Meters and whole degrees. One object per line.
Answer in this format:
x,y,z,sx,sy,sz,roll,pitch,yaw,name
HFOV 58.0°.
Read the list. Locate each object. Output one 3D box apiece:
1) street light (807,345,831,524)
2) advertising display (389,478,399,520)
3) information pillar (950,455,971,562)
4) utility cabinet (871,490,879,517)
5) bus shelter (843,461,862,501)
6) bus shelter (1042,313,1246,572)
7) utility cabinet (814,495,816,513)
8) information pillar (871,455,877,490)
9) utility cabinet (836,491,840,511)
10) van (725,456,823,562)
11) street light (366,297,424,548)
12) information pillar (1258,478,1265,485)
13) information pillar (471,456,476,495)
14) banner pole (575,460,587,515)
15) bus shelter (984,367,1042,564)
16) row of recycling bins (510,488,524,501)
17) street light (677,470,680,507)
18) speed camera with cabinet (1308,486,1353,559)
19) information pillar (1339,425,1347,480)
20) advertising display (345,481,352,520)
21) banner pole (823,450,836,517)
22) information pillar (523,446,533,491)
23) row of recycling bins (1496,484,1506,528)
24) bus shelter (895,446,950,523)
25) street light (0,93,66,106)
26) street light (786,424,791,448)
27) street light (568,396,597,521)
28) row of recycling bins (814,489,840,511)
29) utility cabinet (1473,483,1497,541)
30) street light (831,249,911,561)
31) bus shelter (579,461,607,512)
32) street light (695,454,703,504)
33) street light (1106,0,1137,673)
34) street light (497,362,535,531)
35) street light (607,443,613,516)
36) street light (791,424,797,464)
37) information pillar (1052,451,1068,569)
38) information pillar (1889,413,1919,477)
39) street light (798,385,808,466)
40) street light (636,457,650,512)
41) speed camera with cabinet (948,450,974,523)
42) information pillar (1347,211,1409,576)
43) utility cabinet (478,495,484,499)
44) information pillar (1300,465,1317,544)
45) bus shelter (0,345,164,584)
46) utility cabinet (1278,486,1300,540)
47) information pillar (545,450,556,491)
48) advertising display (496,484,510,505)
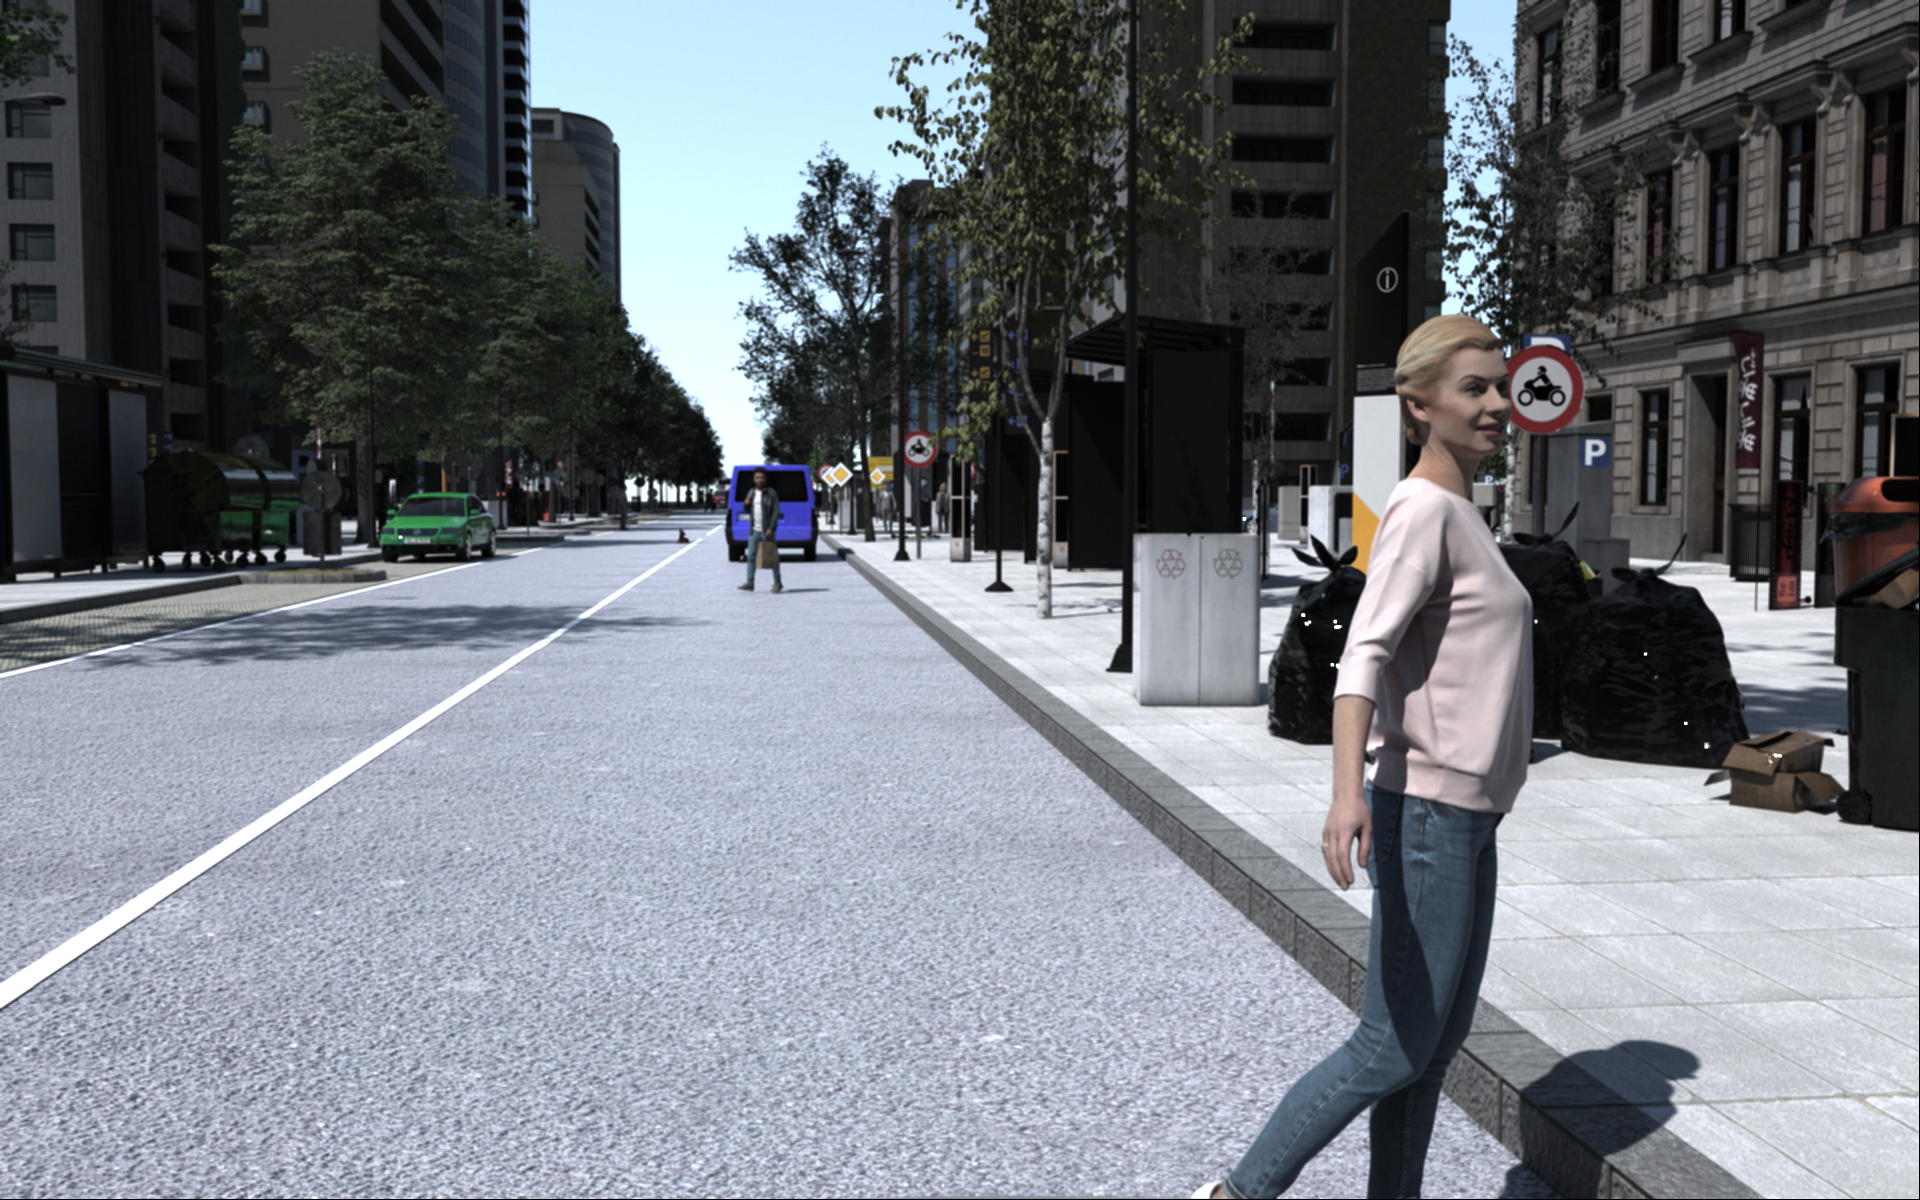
-3.902,-4.972,53.832,1.470,5.913,1.316,0,4,-6,street light
-23.369,-4.056,71.531,0.123,1.923,0.974,-2,4,-34,advertising display
0.015,-1.722,32.646,0.304,2.012,0.304,2,4,29,information pillar
-5.057,-5.285,95.081,1.173,1.500,0.318,0,4,3,utility cabinet
-6.513,-7.081,109.697,2.014,3.302,5.546,0,4,-6,bus shelter
2.614,-2.103,25.662,1.731,3.624,6.357,0,4,-6,bus shelter
-9.788,-6.222,112.895,0.306,1.237,1.020,2,4,29,utility cabinet
-5.192,-6.879,103.827,0.504,3.616,0.183,1,4,16,information pillar
-9.315,-7.431,130.173,0.318,1.500,1.173,-3,5,-41,utility cabinet
-4.154,-2.088,38.517,2.240,2.365,5.245,0,4,-5,van
-13.349,-4.183,40.940,1.470,5.913,1.316,0,4,-6,street light
13.463,-4.468,77.540,0.304,2.012,0.304,-1,4,-14,information pillar
-29.837,-7.015,106.045,0.183,3.616,0.504,2,4,34,information pillar
-23.423,-7.146,106.850,0.401,3.779,0.863,3,5,43,banner pole
1.361,-2.666,34.872,1.731,3.624,6.357,0,4,-6,bus shelter
-29.613,-6.642,115.705,3.534,1.692,1.069,3,5,42,row of recycling bins
-26.117,-11.306,157.388,1.470,5.913,1.316,0,4,-6,street light
7.882,-2.469,34.697,2.038,3.252,0.660,-3,4,-37,speed camera with cabinet
12.228,-3.885,54.872,0.504,3.616,0.183,-2,4,-27,information pillar
-30.646,-4.991,86.815,0.123,1.923,0.974,-2,4,-30,advertising display
-7.329,-6.595,97.844,0.863,3.779,0.401,-3,4,-37,banner pole
-20.828,-5.636,83.509,0.504,3.616,0.183,1,4,14,information pillar
20.631,-3.631,66.473,1.069,1.692,3.534,-3,5,-39,row of recycling bins
-1.541,-4.871,73.569,2.014,3.302,5.546,0,4,-6,bus shelter
-11.072,-2.915,20.197,1.470,5.913,1.316,0,4,-6,street light
-10.671,-8.715,115.026,1.470,5.913,1.316,0,4,-6,street light
-17.904,-6.702,82.118,1.470,5.913,1.316,0,4,-6,street light
-10.775,-7.647,132.135,3.534,1.692,1.069,-1,4,-10,row of recycling bins
10.156,-1.602,34.869,1.173,1.500,0.318,2,4,31,utility cabinet
-1.653,-3.702,33.074,1.470,5.913,1.316,0,4,-6,street light
-26.467,-8.230,125.839,1.731,3.624,6.357,0,4,-6,bus shelter
-30.652,-13.843,198.876,1.470,5.913,1.316,0,4,-6,street light
0.691,-2.434,12.339,1.470,5.913,1.316,0,4,-6,street light
-15.642,-5.407,60.941,1.470,5.913,1.316,0,4,-6,street light
-20.295,-7.977,102.969,1.470,5.913,1.316,0,4,-6,street light
-8.270,-7.419,93.839,1.470,5.913,1.316,0,4,-6,street light
1.742,-1.546,29.767,0.304,2.012,0.304,0,4,-2,information pillar
8.691,-0.698,15.907,0.304,2.012,0.304,2,4,28,information pillar
-5.967,-6.150,73.100,1.470,5.913,1.316,0,4,-6,street light
-22.474,-9.247,123.722,1.470,5.913,1.316,0,4,-6,street light
0.494,-5.074,77.295,2.038,3.252,0.660,2,4,33,speed camera with cabinet
3.549,-1.422,14.602,0.183,3.616,0.504,-3,5,-41,information pillar
-32.591,-6.527,117.874,0.306,1.237,1.020,-1,4,-9,utility cabinet
8.908,-2.434,44.290,0.304,2.012,0.304,-3,4,-38,information pillar
-14.509,-2.946,25.796,2.179,5.291,8.768,0,4,-6,bus shelter
9.437,-2.418,48.213,1.173,1.500,0.318,-1,4,-19,utility cabinet
-19.567,-5.586,82.684,0.504,3.616,0.183,-1,4,-16,information pillar
-28.741,-6.335,108.792,0.974,1.923,0.123,0,4,4,advertising display
